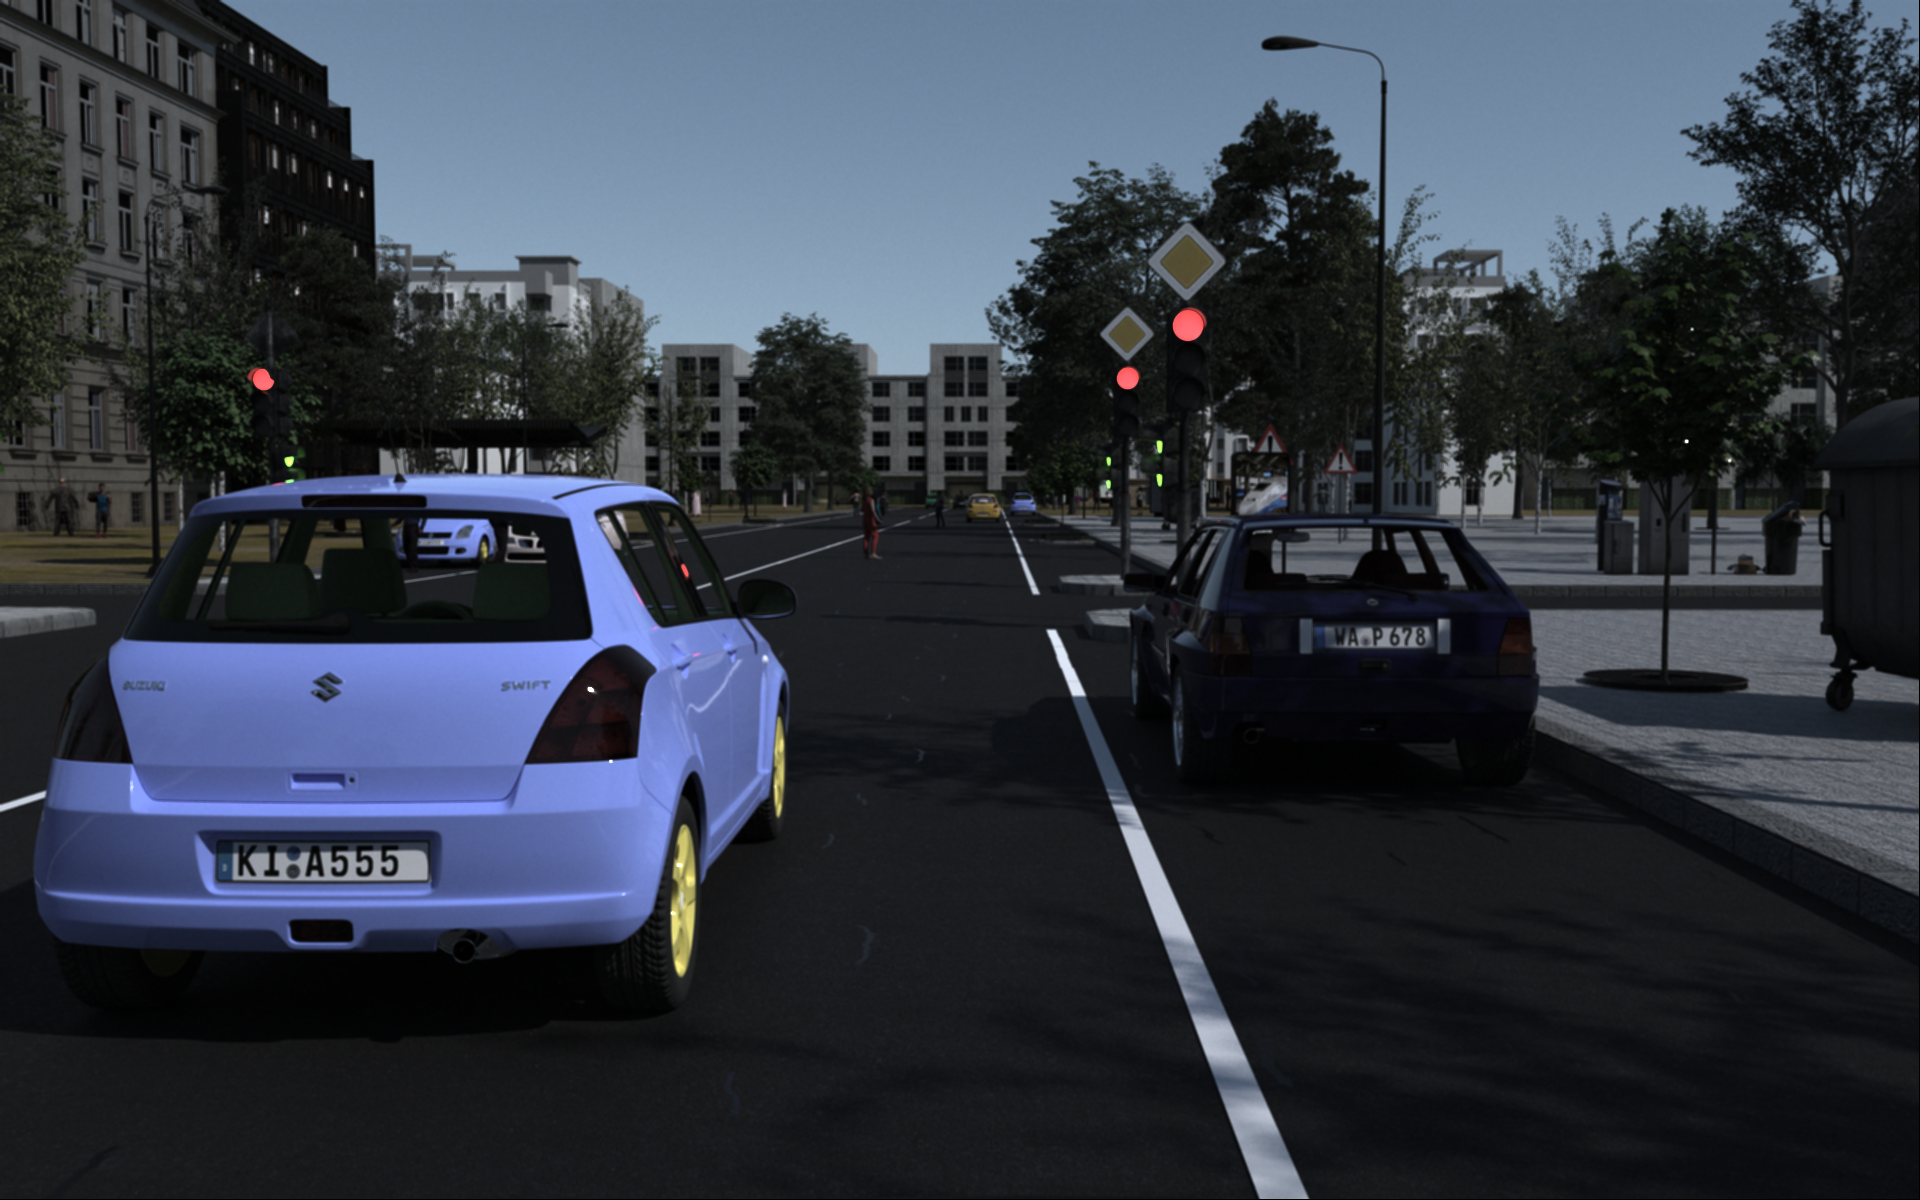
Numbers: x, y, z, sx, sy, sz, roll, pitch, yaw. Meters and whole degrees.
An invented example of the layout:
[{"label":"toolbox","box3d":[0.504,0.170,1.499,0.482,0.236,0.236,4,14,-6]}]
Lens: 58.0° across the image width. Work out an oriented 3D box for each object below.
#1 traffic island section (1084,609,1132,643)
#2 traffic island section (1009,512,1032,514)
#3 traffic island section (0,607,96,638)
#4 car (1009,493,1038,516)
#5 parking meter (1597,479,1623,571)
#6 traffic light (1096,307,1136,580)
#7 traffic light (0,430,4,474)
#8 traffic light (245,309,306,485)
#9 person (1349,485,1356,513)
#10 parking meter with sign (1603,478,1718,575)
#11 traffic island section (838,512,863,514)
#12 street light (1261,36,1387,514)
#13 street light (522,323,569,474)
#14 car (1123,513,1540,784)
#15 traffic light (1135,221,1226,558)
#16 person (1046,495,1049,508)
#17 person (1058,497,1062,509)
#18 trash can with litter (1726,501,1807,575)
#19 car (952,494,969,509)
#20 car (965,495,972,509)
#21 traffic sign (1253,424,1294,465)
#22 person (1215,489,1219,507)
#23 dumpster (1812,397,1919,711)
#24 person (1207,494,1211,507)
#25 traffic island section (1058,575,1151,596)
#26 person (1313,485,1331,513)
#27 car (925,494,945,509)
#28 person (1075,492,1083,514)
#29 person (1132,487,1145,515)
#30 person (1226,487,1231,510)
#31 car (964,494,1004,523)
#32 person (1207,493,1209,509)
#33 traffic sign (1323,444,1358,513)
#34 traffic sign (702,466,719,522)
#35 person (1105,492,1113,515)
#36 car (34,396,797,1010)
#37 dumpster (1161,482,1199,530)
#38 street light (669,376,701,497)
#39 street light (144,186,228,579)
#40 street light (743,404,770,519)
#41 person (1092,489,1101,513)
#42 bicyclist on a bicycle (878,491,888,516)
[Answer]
[{"label":"traffic island section","box3d":[2.326,0.268,17.892,2.009,0.180,2.903,0,4,1]},{"label":"traffic island section","box3d":[4.588,-6.440,128.160,1.991,0.108,1.994,0,4,1]},{"label":"traffic island section","box3d":[-10.512,0.252,18.160,2.009,0.180,2.903,0,4,1]},{"label":"car","box3d":[4.270,-6.566,116.948,1.945,1.707,3.694,0,4,3]},{"label":"parking meter","box3d":[10.815,-1.247,28.805,0.372,1.533,0.369,0,3,0]},{"label":"traffic light","box3d":[2.450,-2.234,25.764,0.839,4.213,0.868,0,4,1]},{"label":"traffic light","box3d":[-10.472,-1.760,18.025,0.839,4.213,0.868,0,4,1]},{"label":"traffic light","box3d":[-10.309,-2.249,26.009,0.839,4.213,0.868,0,4,1]},{"label":"person","box3d":[23.653,-6.060,105.113,0.705,1.826,1.348,-1,4,-12]},{"label":"parking meter with sign","box3d":[11.170,-1.909,27.476,1.738,3.016,0.543,0,4,-1]},{"label":"traffic island section","box3d":[-7.940,-6.425,127.922,1.991,0.108,1.994,0,4,1]},{"label":"street light","box3d":[3.760,-2.764,17.736,1.470,5.913,1.316,0,4,1]},{"label":"street light","box3d":[-11.318,-4.565,47.173,1.470,5.913,1.316,0,4,1]},{"label":"car","box3d":[1.948,0.164,9.905,1.945,1.354,3.894,0,4,1]},{"label":"traffic light","box3d":[2.286,-1.745,17.780,0.839,4.213,0.868,0,4,1]},{"label":"person","box3d":[7.915,-9.227,157.688,0.721,1.735,1.217,1,4,14]},{"label":"person","box3d":[8.239,-8.491,144.732,0.599,1.838,0.709,-3,5,-41]},{"label":"trash can with litter","box3d":[12.811,-0.986,27.511,1.055,1.170,0.624,1,4,9]},{"label":"car","box3d":[0.195,-9.457,164.411,2.009,1.686,4.222,0,3,0]},{"label":"car","box3d":[1.354,-6.712,122.101,2.083,1.381,4.827,0,4,-1]},{"label":"traffic sign","box3d":[5.744,-1.965,32.136,0.884,2.594,0.081,0,4,5]},{"label":"person","box3d":[25.991,-10.331,174.943,0.705,1.826,1.348,0,3,0]},{"label":"dumpster","box3d":[5.704,-0.229,9.497,1.264,1.857,1.865,0,4,1]},{"label":"person","box3d":[24.493,-9.858,170.444,0.599,1.433,0.991,-2,4,-33]},{"label":"traffic island section","box3d":[2.490,-0.220,25.876,2.009,0.180,2.903,0,4,1]},{"label":"person","box3d":[22.494,-6.203,107.553,1.350,1.814,0.705,0,4,5]},{"label":"car","box3d":[-2.463,-9.761,168.389,1.959,1.807,4.718,0,4,0]},{"label":"person","box3d":[7.763,-6.414,114.141,0.991,1.433,0.599,0,4,2]},{"label":"person","box3d":[10.976,-6.082,106.270,0.721,1.735,1.217,3,5,42]},{"label":"person","box3d":[21.047,-7.943,135.934,0.705,1.821,1.348,1,4,23]},{"label":"car","box3d":[1.201,-4.755,87.965,2.015,1.641,3.980,0,4,2]},{"label":"person","box3d":[21.683,-8.878,152.667,0.593,1.643,0.415,-3,5,-41]},{"label":"traffic sign","box3d":[9.834,-2.739,44.791,0.884,2.594,0.081,0,4,7]},{"label":"traffic sign","box3d":[-11.580,-4.897,80.075,0.884,2.594,0.081,0,4,5]},{"label":"person","box3d":[9.133,-5.884,105.440,0.799,1.438,0.628,1,4,22]},{"label":"car","box3d":[-1.583,0.213,6.110,1.945,1.707,3.694,0,4,0]},{"label":"dumpster","box3d":[7.872,-3.433,61.890,1.264,1.857,1.865,0,4,1]},{"label":"street light","box3d":[-10.877,-5.857,68.309,1.470,5.913,1.316,0,4,1]},{"label":"street light","box3d":[-11.722,-3.285,26.249,1.470,5.913,1.316,0,4,1]},{"label":"street light","box3d":[-10.478,-7.135,89.202,1.470,5.913,1.316,0,4,1]},{"label":"person","box3d":[9.042,-6.577,115.047,0.593,1.643,0.415,0,4,-3]},{"label":"bicyclist on a bicycle","box3d":[-4.980,-6.208,111.521,1.499,1.676,1.625,0,4,1]}]
